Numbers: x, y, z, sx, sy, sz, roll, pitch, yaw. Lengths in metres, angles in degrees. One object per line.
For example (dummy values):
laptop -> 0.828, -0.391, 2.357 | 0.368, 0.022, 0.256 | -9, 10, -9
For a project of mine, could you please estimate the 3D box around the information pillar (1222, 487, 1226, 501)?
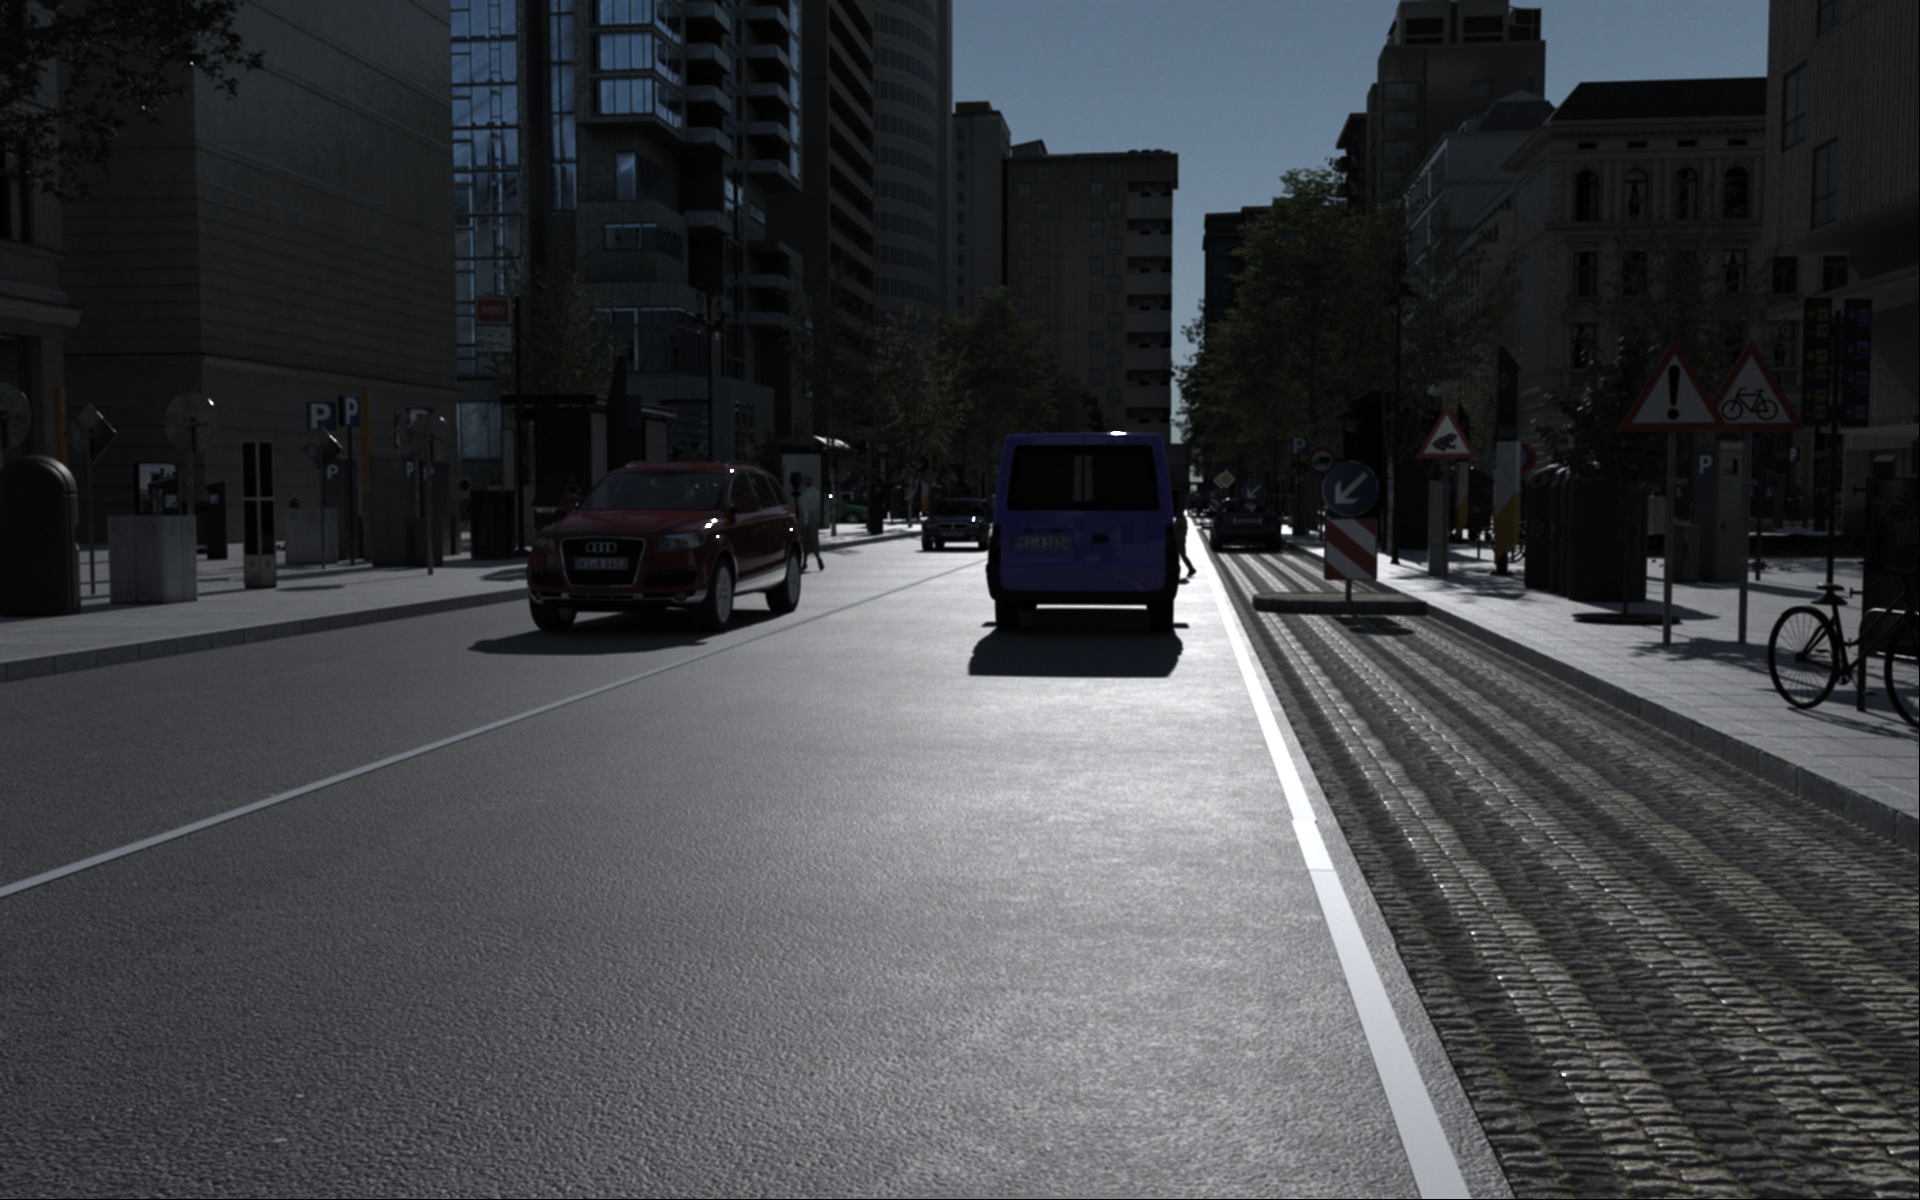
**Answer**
information pillar -> 22.486, -8.775, 147.964 | 0.304, 2.012, 0.304 | -2, 4, -30

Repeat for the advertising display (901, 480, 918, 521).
advertising display -> -2.455, -4.725, 82.463 | 0.123, 1.923, 0.974 | 2, 4, 34

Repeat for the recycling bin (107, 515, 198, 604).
recycling bin -> -9.542, -0.485, 20.487 | 0.722, 1.027, 0.722 | 0, 4, 6

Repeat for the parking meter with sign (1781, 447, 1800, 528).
parking meter with sign -> 30.434, -4.198, 64.903 | 1.738, 3.016, 0.543 | 0, 4, -3

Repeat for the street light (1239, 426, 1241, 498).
street light -> 18.298, -8.593, 113.283 | 0.468, 5.910, 1.993 | 0, 4, 7

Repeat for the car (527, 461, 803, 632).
car -> -3.218, -0.680, 19.789 | 2.281, 1.827, 5.304 | 0, 4, 8

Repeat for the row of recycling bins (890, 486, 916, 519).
row of recycling bins -> -3.016, -5.212, 92.326 | 1.069, 1.692, 3.534 | -1, 4, -13

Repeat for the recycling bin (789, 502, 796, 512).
recycling bin -> -6.435, -3.075, 62.833 | 0.722, 1.027, 0.722 | -2, 4, -32

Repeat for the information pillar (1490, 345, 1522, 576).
information pillar -> 8.588, -2.190, 27.166 | 0.183, 3.616, 0.504 | -1, 4, -22

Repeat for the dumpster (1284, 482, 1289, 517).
dumpster -> 15.096, -4.473, 78.892 | 1.264, 1.857, 1.865 | 0, 4, 7

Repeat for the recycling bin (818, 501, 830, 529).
recycling bin -> -5.296, -3.159, 64.204 | 0.722, 1.027, 0.722 | -3, 5, -43

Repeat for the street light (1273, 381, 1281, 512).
street light -> 12.708, -5.930, 69.746 | 0.468, 5.910, 1.993 | 0, 4, 7

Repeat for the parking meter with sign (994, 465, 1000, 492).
parking meter with sign -> 2.311, -6.610, 104.331 | 0.543, 3.016, 1.738 | 0, 4, 3

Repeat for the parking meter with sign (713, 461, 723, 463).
parking meter with sign -> -12.912, -5.692, 89.318 | 0.543, 3.016, 1.738 | 2, 4, 25

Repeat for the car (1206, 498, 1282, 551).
car -> 7.350, -1.967, 44.738 | 1.945, 1.354, 3.894 | 0, 4, 7

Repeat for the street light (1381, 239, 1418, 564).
street light -> 7.998, -3.601, 31.666 | 0.468, 5.910, 1.993 | 0, 4, 7

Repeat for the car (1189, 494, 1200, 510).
car -> 21.527, -8.987, 156.725 | 2.009, 1.686, 4.222 | 0, 4, 7

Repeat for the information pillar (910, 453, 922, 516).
information pillar -> -2.566, -6.512, 97.832 | 0.504, 3.616, 0.183 | 2, 4, 29

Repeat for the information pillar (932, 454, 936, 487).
information pillar -> -1.620, -6.736, 101.486 | 0.504, 3.616, 0.183 | -3, 4, -36

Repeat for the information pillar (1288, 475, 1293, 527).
information pillar -> 12.912, -3.824, 67.019 | 0.304, 2.012, 0.304 | -3, 5, -44

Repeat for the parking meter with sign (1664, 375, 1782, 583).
parking meter with sign -> 11.074, -1.772, 25.240 | 1.738, 3.016, 0.543 | -2, 4, -25

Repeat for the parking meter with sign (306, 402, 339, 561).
parking meter with sign -> -11.991, -2.284, 33.606 | 0.543, 3.016, 1.738 | 0, 4, 5

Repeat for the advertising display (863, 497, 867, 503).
advertising display -> -8.084, -8.528, 144.652 | 0.974, 1.923, 0.123 | 0, 4, 2

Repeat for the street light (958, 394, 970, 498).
street light -> 0.173, -6.572, 80.233 | 0.468, 5.910, 1.993 | 0, 4, 7

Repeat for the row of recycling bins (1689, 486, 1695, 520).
row of recycling bins -> 35.681, -4.775, 85.176 | 1.069, 1.692, 3.534 | 2, 4, 31

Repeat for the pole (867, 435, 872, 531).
pole -> -3.108, -4.012, 59.440 | 0.158, 3.312, 0.155 | 0, 3, 0

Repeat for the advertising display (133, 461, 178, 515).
advertising display -> -15.981, -1.789, 34.464 | 0.123, 1.923, 0.974 | 2, 4, 23

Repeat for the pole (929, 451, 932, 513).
pole -> -1.395, -5.358, 81.445 | 0.158, 3.312, 0.155 | 0, 3, 0

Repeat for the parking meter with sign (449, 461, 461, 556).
parking meter with sign -> -10.828, -2.418, 35.800 | 0.543, 3.016, 1.738 | 0, 4, 4

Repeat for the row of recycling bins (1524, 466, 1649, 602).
row of recycling bins -> 8.012, -0.921, 22.177 | 1.069, 1.692, 3.534 | 0, 4, 8

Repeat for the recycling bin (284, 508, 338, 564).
recycling bin -> -11.951, -1.184, 31.907 | 0.722, 1.027, 0.722 | 0, 4, 3

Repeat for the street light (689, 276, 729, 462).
street light -> -5.312, -3.917, 36.836 | 0.468, 5.910, 1.993 | 0, 4, 7

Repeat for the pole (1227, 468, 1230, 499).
pole -> 19.855, -8.197, 127.868 | 0.158, 3.312, 0.155 | 0, 3, 0

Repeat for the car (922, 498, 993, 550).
car -> 0.022, -2.020, 45.601 | 1.945, 1.354, 3.894 | 0, 4, 6

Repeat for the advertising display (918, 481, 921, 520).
advertising display -> -2.086, -4.908, 85.467 | 0.123, 1.923, 0.974 | -1, 4, -13

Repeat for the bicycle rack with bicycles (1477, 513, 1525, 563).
bicycle rack with bicycles -> 11.326, -1.211, 33.182 | 2.925, 0.926, 2.852 | 0, 4, -3

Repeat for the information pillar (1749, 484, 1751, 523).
information pillar -> 25.145, -3.122, 55.544 | 0.304, 2.012, 0.304 | 1, 4, 12

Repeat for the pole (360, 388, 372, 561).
pole -> -11.387, -2.411, 33.256 | 0.158, 3.312, 0.155 | 0, 3, 0

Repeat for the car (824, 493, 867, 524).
car -> -5.919, -4.111, 76.014 | 4.718, 1.807, 1.959 | 0, 4, 8

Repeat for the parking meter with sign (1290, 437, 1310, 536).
parking meter with sign -> 10.576, -3.510, 53.644 | 0.543, 3.016, 1.738 | 1, 4, 17

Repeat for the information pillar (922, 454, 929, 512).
information pillar -> -2.016, -6.681, 100.588 | 0.504, 3.616, 0.183 | 1, 4, 17

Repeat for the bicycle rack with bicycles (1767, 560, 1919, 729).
bicycle rack with bicycles -> 6.190, 0.251, 9.277 | 2.852, 0.926, 2.925 | 0, 4, -5

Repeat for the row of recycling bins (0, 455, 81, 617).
row of recycling bins -> -11.127, -0.700, 18.558 | 3.534, 1.692, 1.069 | 1, 4, 9

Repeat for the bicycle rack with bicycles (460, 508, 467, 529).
bicycle rack with bicycles -> -19.851, -3.089, 63.888 | 2.852, 0.926, 2.925 | -3, 5, -40

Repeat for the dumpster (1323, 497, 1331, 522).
dumpster -> 17.150, -4.647, 78.468 | 1.502, 2.255, 1.985 | 0, 4, 7

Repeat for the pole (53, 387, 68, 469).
pole -> -17.171, -2.403, 33.131 | 0.158, 3.312, 0.155 | 0, 3, 0

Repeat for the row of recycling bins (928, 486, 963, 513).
row of recycling bins -> -0.635, -4.846, 86.342 | 1.069, 1.692, 3.534 | 2, 4, 24

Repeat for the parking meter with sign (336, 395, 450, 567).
parking meter with sign -> -10.020, -2.101, 30.610 | 1.738, 3.016, 0.543 | 1, 4, 12

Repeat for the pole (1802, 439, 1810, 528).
pole -> 31.608, -4.332, 64.675 | 0.158, 3.312, 0.155 | 0, 3, 0

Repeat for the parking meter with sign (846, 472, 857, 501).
parking meter with sign -> -8.283, -8.373, 133.161 | 0.543, 3.016, 1.738 | -2, 4, -28
